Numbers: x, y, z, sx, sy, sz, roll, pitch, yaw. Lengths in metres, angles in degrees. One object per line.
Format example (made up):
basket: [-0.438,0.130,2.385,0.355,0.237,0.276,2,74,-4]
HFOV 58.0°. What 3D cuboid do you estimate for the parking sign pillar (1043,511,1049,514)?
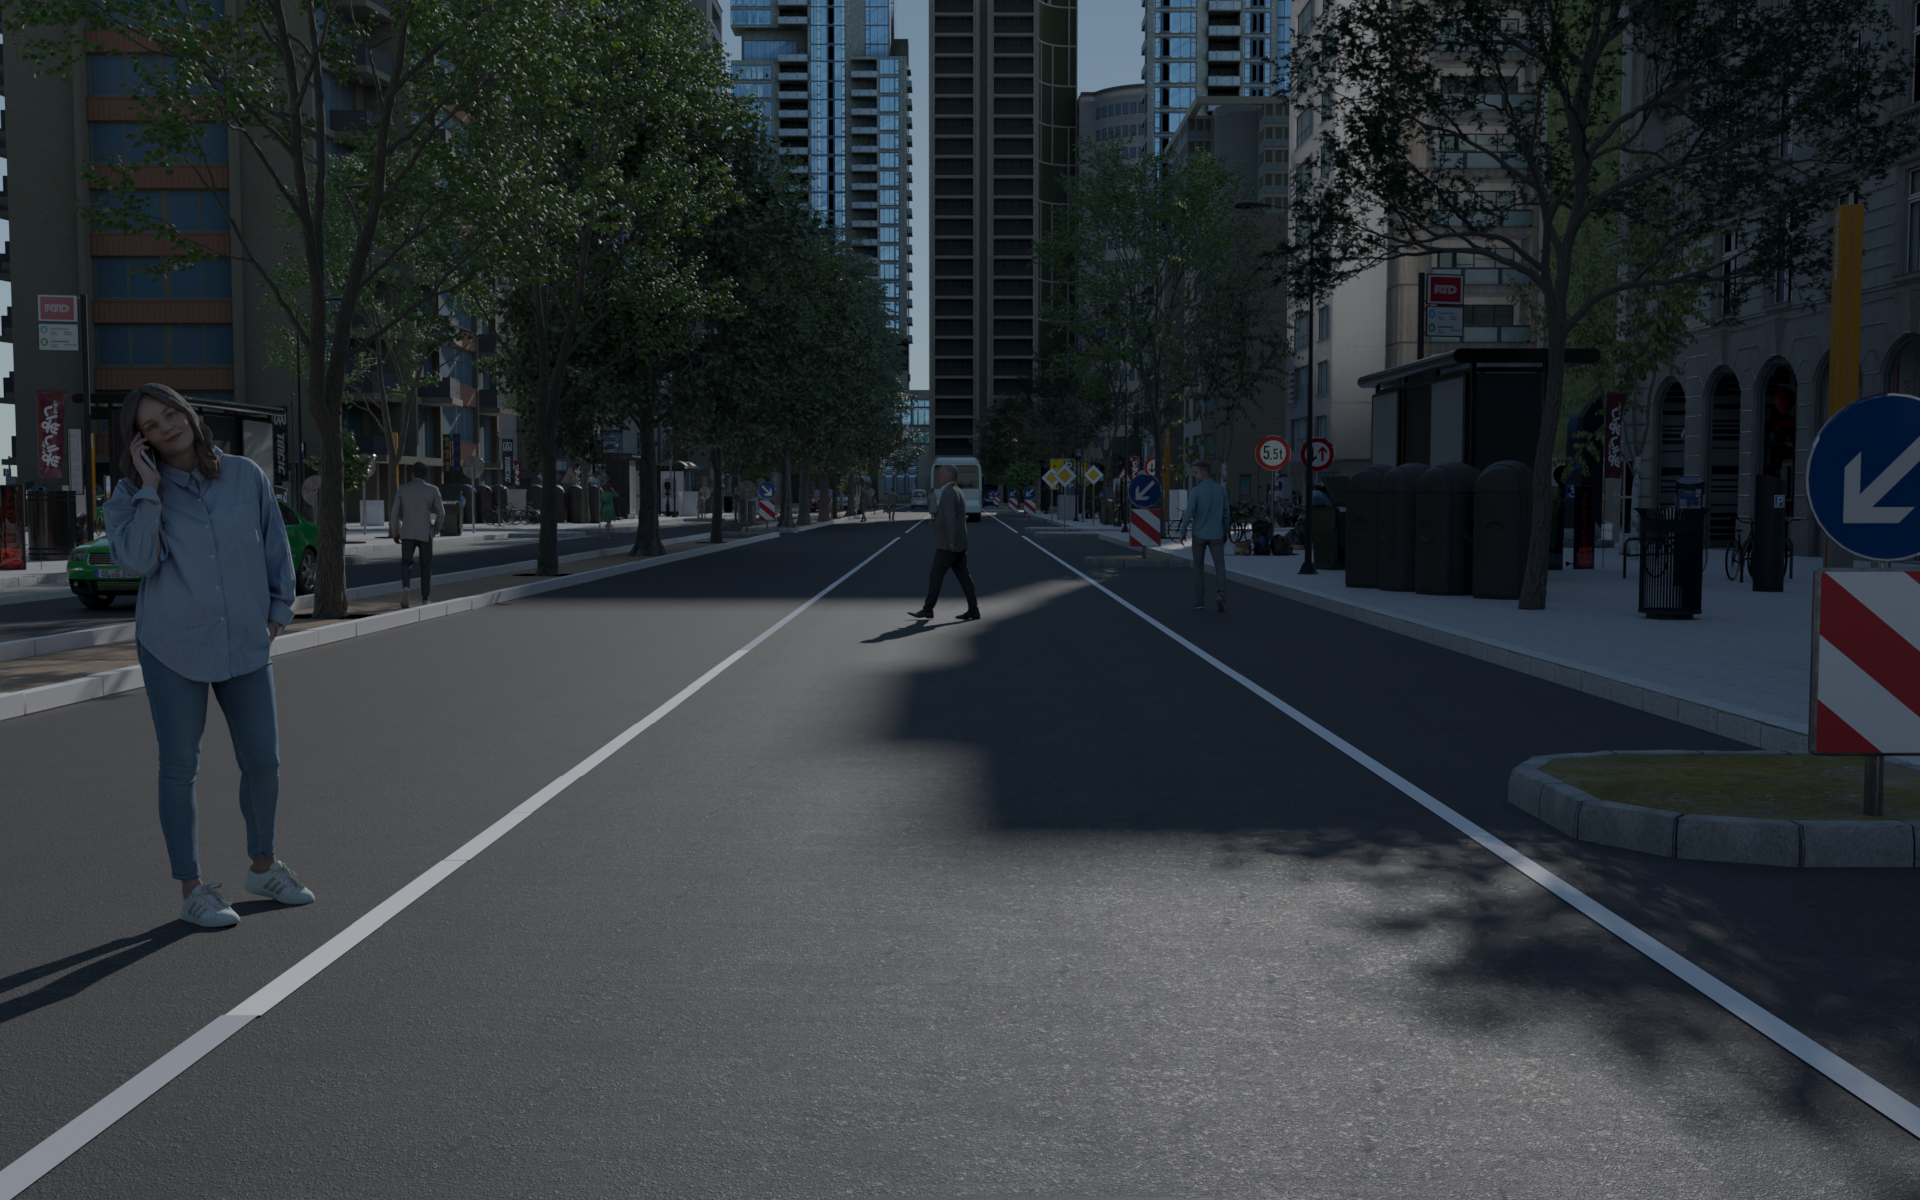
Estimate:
parking sign pillar: [6.231,-7.720,114.691,1.447,3.967,1.447,0,4,-6]

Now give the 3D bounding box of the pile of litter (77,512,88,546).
pile of litter: [-21.484,-1.700,41.767,1.176,0.858,1.719,-2,4,-29]

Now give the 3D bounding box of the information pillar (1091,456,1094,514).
information pillar: [8.173,-7.084,107.174,0.183,3.616,0.504,0,4,-7]

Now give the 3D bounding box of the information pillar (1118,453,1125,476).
information pillar: [9.179,-6.536,98.224,0.504,3.616,0.183,3,4,36]

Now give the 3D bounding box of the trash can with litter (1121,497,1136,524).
trash can with litter: [7.062,-3.872,74.693,1.055,1.170,0.624,-3,5,-43]

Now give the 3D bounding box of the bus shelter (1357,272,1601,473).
bus shelter: [8.129,-3.151,29.149,2.179,5.291,8.768,0,3,0]

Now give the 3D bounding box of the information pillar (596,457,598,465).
information pillar: [-22.718,-7.114,107.663,0.504,3.616,0.183,-1,4,-19]

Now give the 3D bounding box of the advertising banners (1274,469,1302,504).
advertising banners: [19.110,-6.376,100.439,2.074,3.025,0.090,1,4,9]

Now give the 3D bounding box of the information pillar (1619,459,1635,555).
information pillar: [14.103,-1.959,36.523,0.304,2.012,0.304,1,4,9]

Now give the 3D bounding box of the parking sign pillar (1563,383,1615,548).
parking sign pillar: [15.040,-3.256,41.708,1.447,3.967,1.447,3,5,41]

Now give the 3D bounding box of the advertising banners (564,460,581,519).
advertising banners: [-20.011,-5.575,87.335,2.074,3.025,0.090,0,4,-8]

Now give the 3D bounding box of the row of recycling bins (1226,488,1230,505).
row of recycling bins: [15.480,-5.894,103.482,1.069,1.692,3.534,1,4,19]

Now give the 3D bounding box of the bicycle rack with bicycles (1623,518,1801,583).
bicycle rack with bicycles: [11.559,-0.789,26.284,2.925,0.926,2.852,-3,5,-42]

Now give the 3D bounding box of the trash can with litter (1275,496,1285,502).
trash can with litter: [17.356,-4.970,92.639,1.055,1.170,0.624,3,5,40]

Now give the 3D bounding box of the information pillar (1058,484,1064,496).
information pillar: [5.503,-5.423,93.157,0.304,2.012,0.304,-2,4,-35]

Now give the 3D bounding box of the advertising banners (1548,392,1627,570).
advertising banners: [10.620,-2.035,29.466,2.074,3.025,0.090,-2,4,-29]

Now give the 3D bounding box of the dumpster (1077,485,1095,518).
dumpster: [6.727,-5.371,93.577,1.264,1.857,1.865,0,3,0]

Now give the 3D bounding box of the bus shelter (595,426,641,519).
bus shelter: [-17.679,-6.836,89.394,2.179,5.291,8.768,0,3,0]

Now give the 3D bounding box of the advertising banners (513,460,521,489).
advertising banners: [-22.613,-5.773,90.577,0.090,3.025,2.074,2,4,30]

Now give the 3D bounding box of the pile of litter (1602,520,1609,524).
pile of litter: [27.335,-3.718,74.754,1.176,0.858,1.719,0,4,2]

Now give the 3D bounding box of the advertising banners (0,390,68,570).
advertising banners: [-16.059,-2.017,29.173,2.074,3.025,0.090,0,4,-4]

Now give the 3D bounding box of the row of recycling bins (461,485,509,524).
row of recycling bins: [-21.106,-4.170,75.288,1.069,1.692,3.534,2,4,31]

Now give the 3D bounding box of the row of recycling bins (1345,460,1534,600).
row of recycling bins: [6.212,-0.946,22.573,1.069,1.692,3.534,-1,4,-21]

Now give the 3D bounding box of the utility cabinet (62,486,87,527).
utility cabinet: [-23.191,-2.245,45.390,0.318,1.500,1.173,-3,5,-40]

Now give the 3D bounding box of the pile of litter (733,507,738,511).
pile of litter: [-17.266,-7.346,134.076,1.719,0.858,1.176,-1,4,-22]

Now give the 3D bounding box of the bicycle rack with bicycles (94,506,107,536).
bicycle rack with bicycles: [-24.834,-2.402,52.648,2.852,0.926,2.925,-2,4,-35]

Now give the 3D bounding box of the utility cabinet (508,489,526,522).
utility cabinet: [-20.447,-4.318,79.276,1.173,1.500,0.318,-1,4,-11]

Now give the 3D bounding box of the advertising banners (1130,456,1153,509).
advertising banners: [8.639,-5.079,79.229,2.074,3.025,0.090,-2,4,-26]

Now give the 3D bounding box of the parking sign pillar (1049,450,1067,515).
parking sign pillar: [6.588,-7.235,106.768,1.447,3.967,1.447,2,4,29]

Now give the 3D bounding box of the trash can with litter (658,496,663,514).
trash can with litter: [-19.360,-6.034,109.709,2.233,1.210,1.678,-1,4,-8]

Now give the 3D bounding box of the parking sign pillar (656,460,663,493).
parking sign pillar: [-22.896,-8.738,131.332,1.447,3.967,1.447,1,4,19]

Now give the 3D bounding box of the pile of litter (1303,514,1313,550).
pile of litter: [8.186,-1.596,40.059,1.719,0.858,1.176,0,4,-7]

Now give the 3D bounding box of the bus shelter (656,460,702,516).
bus shelter: [-16.949,-6.747,104.242,2.014,3.302,5.546,0,3,0]

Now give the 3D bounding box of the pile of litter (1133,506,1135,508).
pile of litter: [12.178,-6.830,125.638,1.176,0.858,1.719,2,4,33]

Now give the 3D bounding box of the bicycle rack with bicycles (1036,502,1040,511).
bicycle rack with bicycles: [7.073,-7.382,134.073,2.925,0.926,2.852,2,4,25]

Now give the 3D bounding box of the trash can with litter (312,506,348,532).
trash can with litter: [-21.085,-2.851,58.001,0.624,1.170,1.055,2,4,27]

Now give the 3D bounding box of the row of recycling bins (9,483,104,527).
row of recycling bins: [-35.441,-3.709,67.758,3.534,1.692,1.069,-1,4,-22]

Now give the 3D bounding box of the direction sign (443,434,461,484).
direction sign: [-19.177,-4.489,65.395,0.876,3.537,0.379,2,4,29]

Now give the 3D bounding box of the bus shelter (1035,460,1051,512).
bus shelter: [6.268,-7.926,120.879,1.731,3.624,6.357,0,3,0]

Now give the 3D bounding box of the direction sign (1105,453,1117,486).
direction sign: [8.448,-6.410,96.795,0.876,3.537,0.379,-3,4,-38]

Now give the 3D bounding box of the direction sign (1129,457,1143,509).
direction sign: [10.687,-6.936,105.404,0.876,3.537,0.379,-1,4,-11]

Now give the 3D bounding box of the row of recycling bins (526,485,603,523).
row of recycling bins: [-17.646,-4.306,77.516,3.534,1.692,1.069,-3,4,-36]

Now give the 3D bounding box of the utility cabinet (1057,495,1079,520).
utility cabinet: [5.340,-4.567,85.835,1.020,1.237,0.306,-1,4,-15]

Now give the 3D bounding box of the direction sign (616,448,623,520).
direction sign: [-16.665,-5.660,84.537,0.379,3.537,0.876,-1,4,-11]

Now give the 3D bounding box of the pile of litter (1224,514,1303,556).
pile of litter: [6.259,-1.373,36.407,1.719,0.858,1.176,1,4,12]

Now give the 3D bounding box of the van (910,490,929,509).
van: [-3.847,-9.689,165.423,2.013,2.044,4.112,0,4,1]

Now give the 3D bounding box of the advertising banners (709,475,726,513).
advertising banners: [-16.832,-7.429,117.656,2.074,3.025,0.090,0,4,1]

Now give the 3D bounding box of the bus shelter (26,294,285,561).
bus shelter: [-17.385,-3.660,37.476,2.179,5.291,8.768,0,3,0]

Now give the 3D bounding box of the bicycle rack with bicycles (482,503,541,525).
bicycle rack with bicycles: [-18.367,-3.614,72.470,2.925,0.926,2.852,-1,4,-10]

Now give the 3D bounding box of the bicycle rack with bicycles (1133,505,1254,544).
bicycle rack with bicycles: [6.618,-1.947,45.209,2.925,0.926,2.852,-3,4,-37]
